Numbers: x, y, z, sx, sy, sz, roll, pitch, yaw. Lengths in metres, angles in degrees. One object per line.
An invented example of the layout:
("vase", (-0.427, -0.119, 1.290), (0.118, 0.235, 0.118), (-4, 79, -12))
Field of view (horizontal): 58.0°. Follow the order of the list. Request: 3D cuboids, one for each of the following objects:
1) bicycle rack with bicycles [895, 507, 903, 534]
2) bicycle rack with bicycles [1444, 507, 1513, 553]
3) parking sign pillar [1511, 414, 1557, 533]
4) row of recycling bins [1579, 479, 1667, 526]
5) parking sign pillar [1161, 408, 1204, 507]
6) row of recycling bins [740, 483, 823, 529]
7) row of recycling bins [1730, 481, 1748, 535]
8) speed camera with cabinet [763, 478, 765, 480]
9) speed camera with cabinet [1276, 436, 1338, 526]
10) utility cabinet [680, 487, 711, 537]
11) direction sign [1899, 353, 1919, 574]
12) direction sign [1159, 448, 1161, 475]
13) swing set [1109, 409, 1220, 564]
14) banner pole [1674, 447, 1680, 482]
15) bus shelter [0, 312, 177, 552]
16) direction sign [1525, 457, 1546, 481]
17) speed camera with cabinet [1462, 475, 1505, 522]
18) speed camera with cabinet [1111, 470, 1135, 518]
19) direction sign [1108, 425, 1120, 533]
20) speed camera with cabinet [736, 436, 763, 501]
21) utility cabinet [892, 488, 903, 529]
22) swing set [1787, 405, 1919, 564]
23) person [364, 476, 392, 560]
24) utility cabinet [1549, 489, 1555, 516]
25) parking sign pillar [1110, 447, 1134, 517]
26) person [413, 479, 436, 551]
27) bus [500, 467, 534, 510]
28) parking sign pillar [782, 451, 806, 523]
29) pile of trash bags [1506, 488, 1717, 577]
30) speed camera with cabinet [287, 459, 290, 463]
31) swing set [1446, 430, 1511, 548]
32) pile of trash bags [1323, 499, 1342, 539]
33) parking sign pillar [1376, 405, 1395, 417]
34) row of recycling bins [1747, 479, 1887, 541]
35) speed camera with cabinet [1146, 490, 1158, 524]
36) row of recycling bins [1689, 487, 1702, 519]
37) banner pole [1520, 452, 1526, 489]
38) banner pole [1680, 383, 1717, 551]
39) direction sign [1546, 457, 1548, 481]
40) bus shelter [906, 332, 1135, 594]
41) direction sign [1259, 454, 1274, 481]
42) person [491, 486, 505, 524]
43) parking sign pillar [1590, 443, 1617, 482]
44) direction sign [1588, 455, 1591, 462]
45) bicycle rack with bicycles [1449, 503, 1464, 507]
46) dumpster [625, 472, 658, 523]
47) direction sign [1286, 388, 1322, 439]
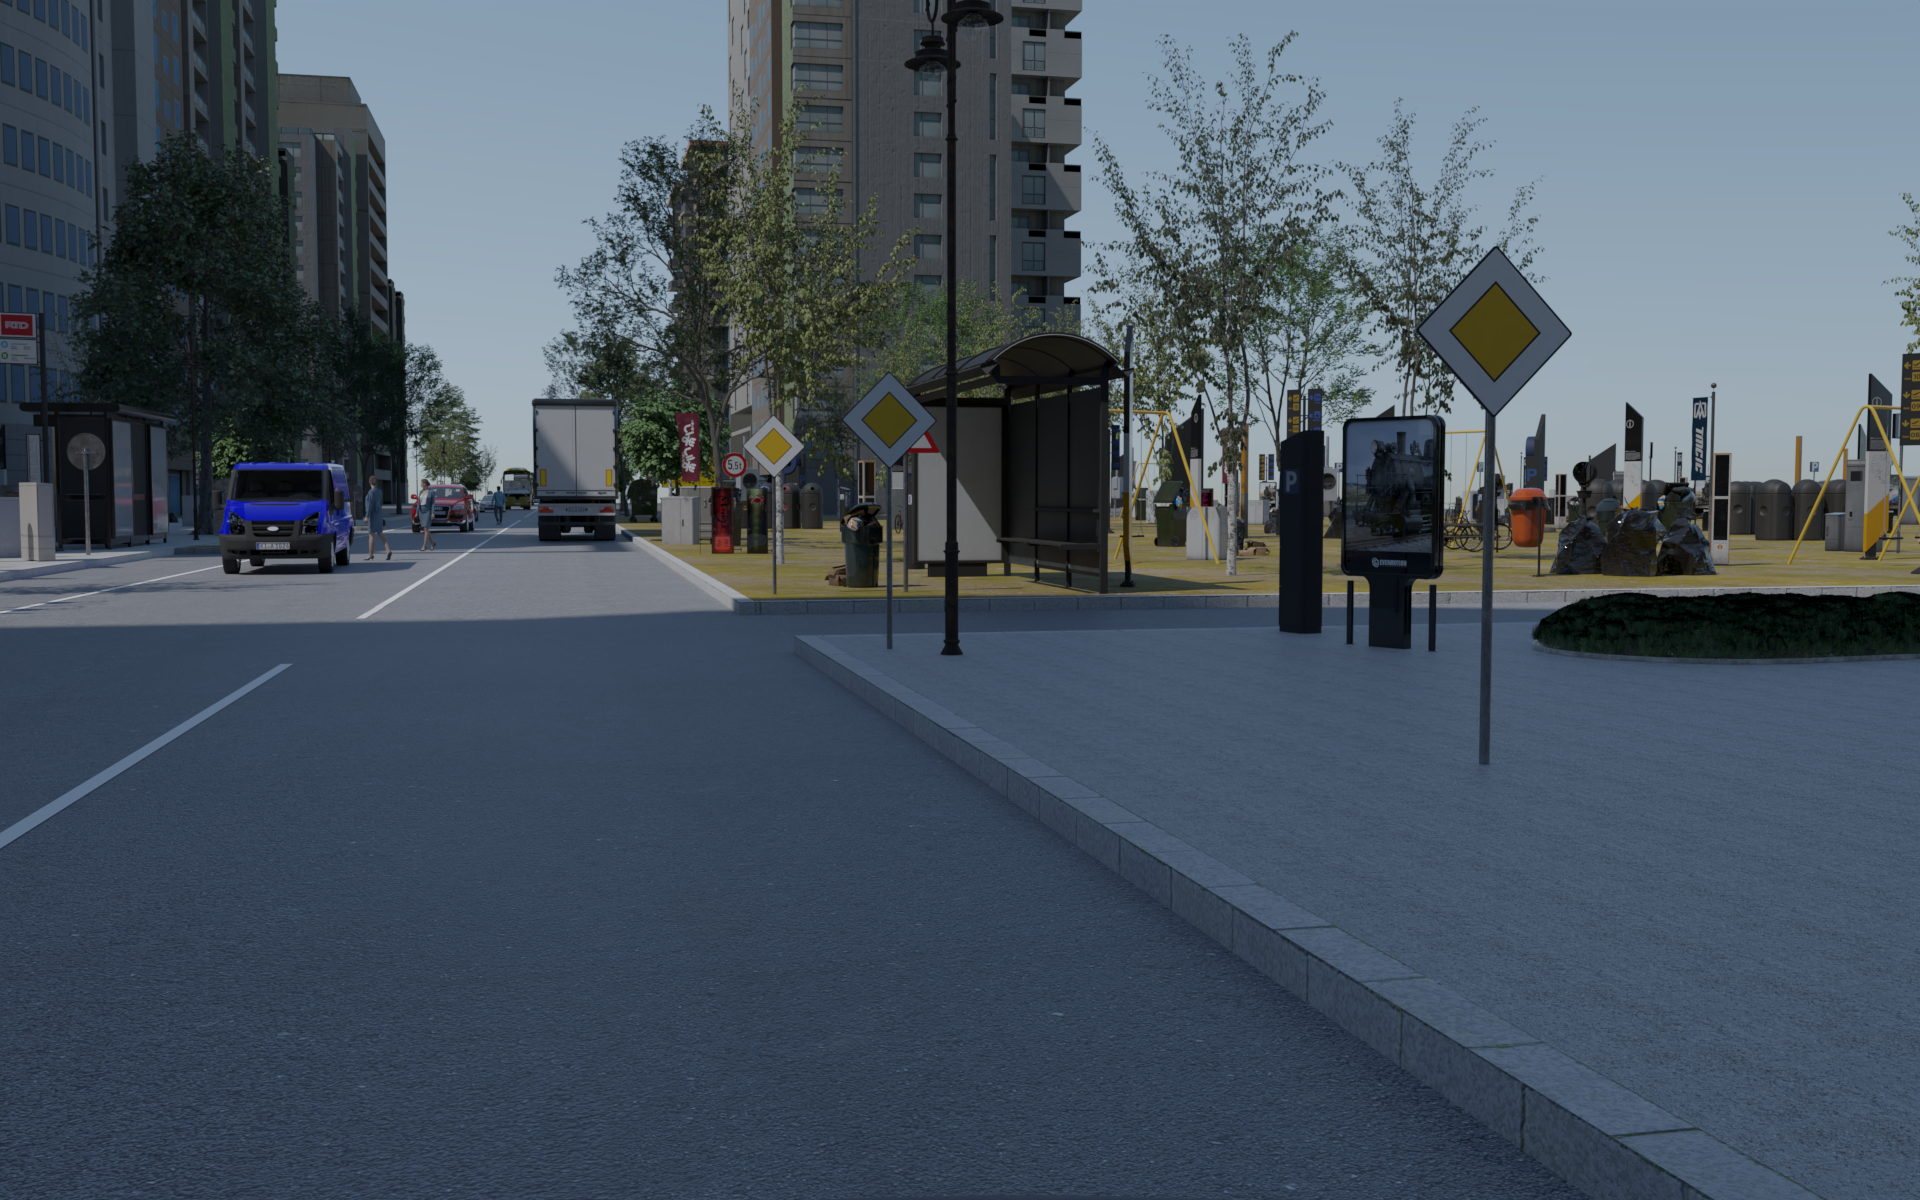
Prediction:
("bicycle rack with bicycles", (-0.683, -2.531, 54.767), (2.852, 0.926, 2.925), (-1, 4, -14))
("bicycle rack with bicycles", (10.985, -1.570, 39.051), (2.925, 0.926, 2.852), (1, 4, 16))
("parking sign pillar", (19.210, -4.244, 57.854), (1.447, 3.967, 1.447), (2, 4, 27))
("row of recycling bins", (18.538, -2.505, 48.075), (3.534, 1.692, 1.069), (-2, 4, -34))
("parking sign pillar", (6.960, -4.023, 54.251), (1.447, 3.967, 1.447), (-1, 4, -20))
("row of recycling bins", (-6.746, -3.483, 64.064), (3.534, 1.692, 1.069), (1, 4, 14))
("row of recycling bins", (25.307, -2.968, 55.634), (1.069, 1.692, 3.534), (3, 4, 37))
("speed camera with cabinet", (-10.354, -6.035, 93.011), (2.038, 3.252, 0.660), (-3, 5, -43))
("speed camera with cabinet", (11.849, -3.966, 59.182), (2.038, 3.252, 0.660), (1, 4, 11))
("utility cabinet", (-7.588, -2.575, 50.773), (1.173, 1.500, 0.318), (-1, 4, -13))
("direction sign", (15.477, -2.183, 27.696), (0.379, 3.537, 0.876), (-3, 4, -39))
("direction sign", (10.064, -5.647, 84.319), (0.876, 3.537, 0.379), (3, 4, 37))
("swing set", (2.878, -2.111, 32.138), (3.119, 2.851, 2.862), (-3, 4, -37))
("banner pole", (37.765, -6.187, 91.181), (0.401, 3.779, 0.863), (-1, 4, -10))
("bus shelter", (-20.680, -3.879, 41.046), (2.179, 5.291, 8.768), (-1, 4, -13))
("direction sign", (30.070, -6.038, 90.724), (0.876, 3.537, 0.379), (1, 4, 16))
("speed camera with cabinet", (24.010, -5.202, 79.384), (2.038, 3.252, 0.660), (-2, 4, -25))
("speed camera with cabinet", (9.029, -6.042, 93.124), (0.660, 3.252, 2.038), (-3, 4, -37))
("direction sign", (4.867, -3.943, 56.468), (0.876, 3.537, 0.379), (-3, 4, -36))
("speed camera with cabinet", (-7.860, -3.933, 58.643), (2.038, 3.252, 0.660), (-2, 4, -28))
("utility cabinet", (-2.095, -3.302, 62.667), (1.173, 1.500, 0.318), (-3, 5, -42))
("swing set", (17.031, -2.051, 31.151), (3.119, 2.851, 2.862), (-2, 4, -31))
("person", (-12.577, -1.762, 37.329), (0.654, 1.822, 0.581), (2, 4, 27))
("utility cabinet", (27.878, -4.432, 81.150), (0.318, 1.500, 1.173), (0, 4, 7))
("parking sign pillar", (9.302, -6.784, 99.383), (1.447, 3.967, 1.447), (0, 4, 3))
("person", (-13.434, -2.153, 43.718), (0.581, 1.822, 0.654), (2, 4, 34))
("bus", (-41.295, -10.388, 161.397), (2.896, 3.916, 12.252), (-1, 4, -15))
("parking sign pillar", (-7.530, -5.470, 77.899), (1.447, 3.967, 1.447), (3, 5, 42))
("pile of trash bags", (10.177, -1.088, 27.543), (3.447, 1.369, 1.912), (-1, 4, -22))
("speed camera with cabinet", (-26.483, -4.486, 67.678), (0.660, 3.252, 2.038), (-2, 4, -26))
("swing set", (12.098, -2.797, 43.348), (2.862, 2.851, 3.119), (-3, 4, -38))
("pile of trash bags", (11.806, -2.399, 48.973), (1.912, 1.369, 3.447), (-1, 4, -20))
("parking sign pillar", (12.438, -3.910, 52.393), (1.447, 3.967, 1.447), (0, 4, 6))
("row of recycling bins", (23.840, -2.492, 47.853), (3.534, 1.692, 1.069), (0, 4, -2))
("speed camera with cabinet", (8.885, -4.950, 75.264), (0.660, 3.252, 2.038), (3, 5, 40))
("row of recycling bins", (38.394, -5.028, 89.317), (3.534, 1.692, 1.069), (-2, 4, -25))
("banner pole", (33.554, -6.910, 103.000), (0.401, 3.779, 0.863), (-3, 5, -39))
("banner pole", (16.861, -3.011, 39.249), (0.401, 3.779, 0.863), (-1, 4, -20))
("direction sign", (34.949, -6.871, 104.344), (0.876, 3.537, 0.379), (0, 4, -6))
("bus shelter", (0.596, -1.861, 24.356), (2.014, 3.302, 5.546), (-1, 4, -13))
("direction sign", (17.304, -6.472, 97.815), (0.876, 3.537, 0.379), (2, 4, 26))
("person", (-21.795, -4.483, 81.808), (0.660, 1.820, 0.620), (-3, 4, -37))
("parking sign pillar", (34.083, -6.322, 91.831), (1.447, 3.967, 1.447), (2, 4, 30))
("direction sign", (36.719, -6.672, 101.081), (0.379, 3.537, 0.876), (2, 4, 27))
("bicycle rack with bicycles", (21.719, -3.706, 73.969), (2.852, 0.926, 2.925), (2, 4, 35))
("dumpster", (-14.337, -4.640, 78.356), (1.502, 2.255, 1.985), (-1, 4, -13))
("direction sign", (7.413, -2.775, 37.364), (0.876, 3.537, 0.379), (3, 5, 44))
